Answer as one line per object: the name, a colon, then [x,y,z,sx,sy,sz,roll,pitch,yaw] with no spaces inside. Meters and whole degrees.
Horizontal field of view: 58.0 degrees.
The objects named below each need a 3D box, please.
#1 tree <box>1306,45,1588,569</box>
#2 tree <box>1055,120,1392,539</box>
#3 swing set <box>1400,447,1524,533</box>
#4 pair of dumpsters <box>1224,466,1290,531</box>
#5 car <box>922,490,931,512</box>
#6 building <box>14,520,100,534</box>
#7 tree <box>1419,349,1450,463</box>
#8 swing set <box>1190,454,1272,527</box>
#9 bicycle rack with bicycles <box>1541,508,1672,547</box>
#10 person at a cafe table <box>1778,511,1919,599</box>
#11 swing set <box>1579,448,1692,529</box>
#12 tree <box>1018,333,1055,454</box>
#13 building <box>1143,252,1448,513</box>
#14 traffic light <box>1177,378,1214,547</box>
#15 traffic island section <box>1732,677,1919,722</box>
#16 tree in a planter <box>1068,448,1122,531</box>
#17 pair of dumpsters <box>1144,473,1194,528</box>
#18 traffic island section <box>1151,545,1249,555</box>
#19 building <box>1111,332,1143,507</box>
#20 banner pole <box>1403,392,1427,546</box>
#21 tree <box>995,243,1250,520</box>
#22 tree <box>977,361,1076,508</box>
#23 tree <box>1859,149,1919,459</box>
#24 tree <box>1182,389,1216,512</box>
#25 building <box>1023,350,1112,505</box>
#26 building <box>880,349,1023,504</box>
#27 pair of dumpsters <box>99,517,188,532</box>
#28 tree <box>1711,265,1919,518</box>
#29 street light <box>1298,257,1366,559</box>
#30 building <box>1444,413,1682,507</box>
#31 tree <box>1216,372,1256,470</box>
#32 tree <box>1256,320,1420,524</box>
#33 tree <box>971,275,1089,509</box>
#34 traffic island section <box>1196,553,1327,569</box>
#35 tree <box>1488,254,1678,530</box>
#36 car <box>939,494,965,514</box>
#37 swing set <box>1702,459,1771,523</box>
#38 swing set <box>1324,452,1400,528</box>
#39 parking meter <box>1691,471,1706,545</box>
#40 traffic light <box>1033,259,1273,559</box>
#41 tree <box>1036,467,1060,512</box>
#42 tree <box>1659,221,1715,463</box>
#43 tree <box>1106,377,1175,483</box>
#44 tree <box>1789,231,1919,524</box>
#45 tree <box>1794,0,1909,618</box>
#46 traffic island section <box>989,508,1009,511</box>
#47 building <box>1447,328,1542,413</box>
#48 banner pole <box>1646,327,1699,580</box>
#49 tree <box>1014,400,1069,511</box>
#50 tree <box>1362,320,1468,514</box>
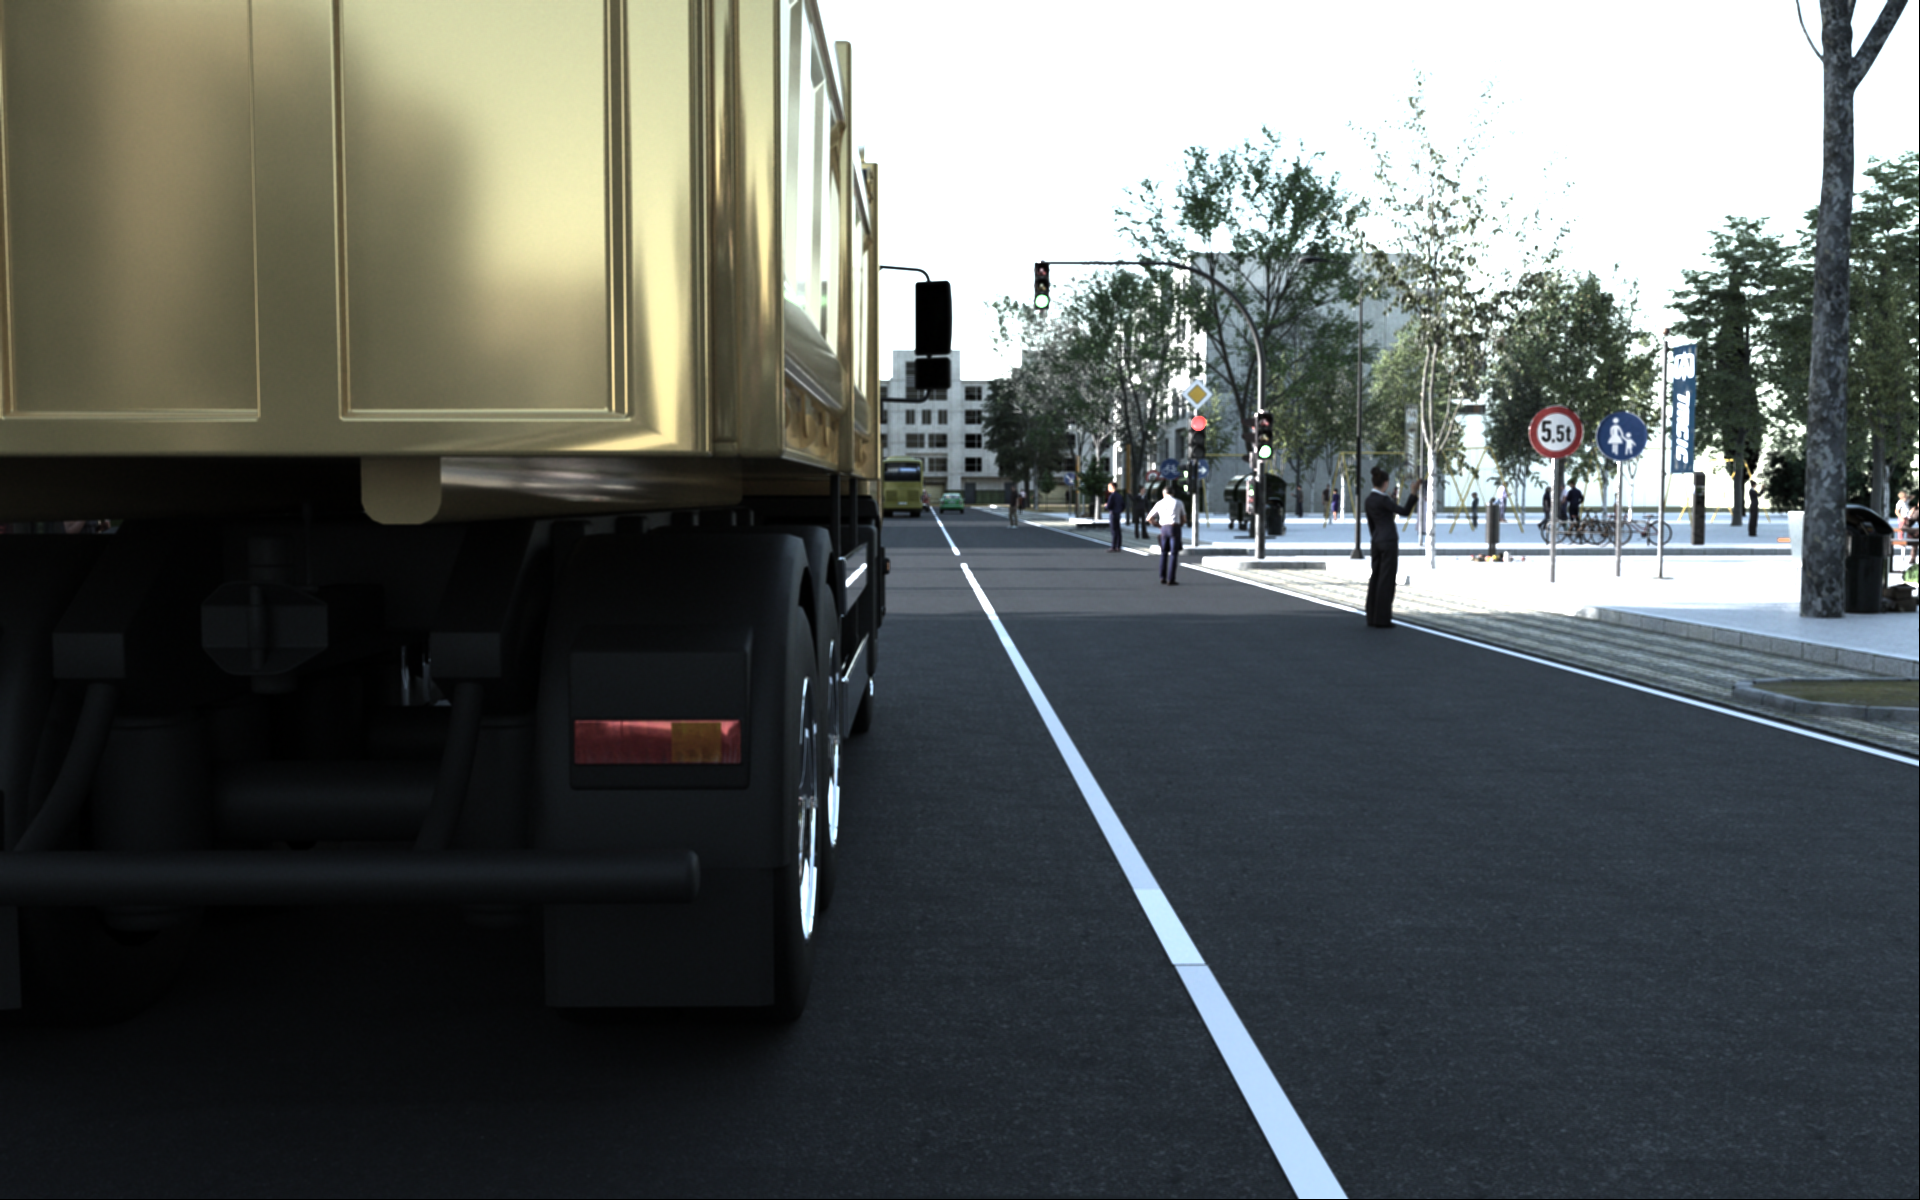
tree: [8.268,-4.824,29.240,4.360,8.622,3.978,0,3,0]
tree: [8.412,-7.584,49.753,9.928,11.665,9.643,0,3,0]
swing set: [17.042,-3.720,58.441,2.862,2.851,3.119,-1,4,-18]
pair of dumpsters: [10.490,-3.594,61.253,1.574,2.255,4.437,0,4,-1]
car: [-3.495,-8.082,140.809,2.281,1.827,5.304,0,4,0]
building: [-35.193,-25.099,64.987,22.147,44.769,28.867,0,4,-1]
tree: [22.155,-8.318,86.355,4.737,8.622,4.395,0,3,0]
swing set: [10.938,-4.329,68.396,3.119,2.851,2.862,0,4,-7]
bicycle rack with bicycles: [15.792,-1.818,43.114,2.852,0.926,2.925,-3,5,-42]
person at a cafe table: [10.896,-0.638,21.287,1.726,1.238,1.698,-2,4,-29]
swing set: [22.629,-3.716,58.378,3.119,2.851,2.862,0,4,0]
tree: [7.731,-9.138,75.168,9.928,11.665,9.643,0,3,0]
building: [24.955,-16.445,135.334,16.747,18.905,31.486,0,4,-1]
traffic light: [5.712,-3.247,42.009,0.839,4.253,0.868,0,4,-1]
traffic island section: [6.398,0.680,11.743,1.991,0.108,1.994,0,4,-1]
tree in a planter: [5.210,-4.283,67.253,1.991,3.239,1.994,0,4,-1]
pair of dumpsters: [8.184,-4.005,67.973,1.574,2.255,4.437,0,4,-1]
traffic island section: [5.753,-1.214,42.124,2.009,0.180,2.903,0,4,-1]
building: [24.929,-18.368,166.768,16.747,18.905,31.486,0,4,-1]
banner pole: [11.143,-3.202,42.371,0.863,3.779,0.401,-2,4,-32]
tree: [6.904,-10.705,85.404,12.009,13.543,11.850,0,3,0]
tree: [6.426,-15.721,163.697,9.857,13.997,8.962,0,3,0]
tree: [30.579,-8.525,57.506,7.486,12.596,7.792,0,3,0]
tree: [16.347,-10.019,114.175,4.737,8.622,4.395,0,3,0]
building: [22.996,-21.673,220.816,31.486,18.905,16.747,0,4,-1]
building: [-8.477,-21.618,219.904,31.486,18.905,16.747,0,4,-1]
pair of dumpsters: [-14.491,-1.821,32.270,1.574,2.255,4.437,0,4,-1]
tree: [50.814,-12.069,99.157,13.155,14.587,18.604,3,5,41]
street light: [7.315,-3.762,34.043,1.470,5.913,1.316,0,4,-1]
building: [60.813,-14.510,179.388,28.070,9.664,9.099,0,4,-1]
tree: [16.112,-8.312,86.262,4.737,8.622,4.395,0,3,0]
tree: [15.793,-7.483,72.709,4.737,8.622,4.395,0,3,0]
tree: [7.741,-17.861,147.921,12.611,20.169,13.585,0,3,0]
traffic island section: [5.921,-0.725,34.141,2.009,0.180,2.903,0,4,-1]
tree: [19.586,-6.281,53.063,4.737,8.622,4.395,0,3,0]
car: [-0.606,-7.332,128.670,1.959,1.807,4.718,0,4,0]
swing set: [34.941,-4.978,79.016,2.862,2.851,3.119,0,4,-6]
swing set: [15.429,-4.104,64.721,3.119,2.851,2.862,-1,4,-13]
parking meter: [18.683,-2.330,43.810,0.255,1.863,0.399,1,4,11]
traffic light: [3.792,-3.619,33.841,4.771,5.953,1.251,0,4,-1]
tree: [6.202,-8.031,125.904,1.663,3.219,1.824,0,3,0]
tree: [31.781,-9.267,69.645,7.486,12.596,7.792,0,3,0]
tree: [10.013,-9.055,98.413,4.360,8.622,3.978,0,3,0]
tree: [25.415,-5.949,47.637,4.737,8.622,4.395,0,3,0]
tree: [10.154,-9.826,16.548,12.611,20.169,13.585,0,3,0]
traffic island section: [3.589,-7.441,144.519,1.991,0.108,1.994,0,4,-1]
building: [55.517,-23.411,226.737,32.646,21.610,27.936,0,4,-1]
banner pole: [10.662,-2.192,25.852,0.401,3.779,0.863,-1,4,-21]
tree: [6.138,-11.272,134.657,4.360,8.622,3.978,0,3,0]
tree: [29.593,-11.915,112.942,7.486,12.596,7.792,0,3,0]
